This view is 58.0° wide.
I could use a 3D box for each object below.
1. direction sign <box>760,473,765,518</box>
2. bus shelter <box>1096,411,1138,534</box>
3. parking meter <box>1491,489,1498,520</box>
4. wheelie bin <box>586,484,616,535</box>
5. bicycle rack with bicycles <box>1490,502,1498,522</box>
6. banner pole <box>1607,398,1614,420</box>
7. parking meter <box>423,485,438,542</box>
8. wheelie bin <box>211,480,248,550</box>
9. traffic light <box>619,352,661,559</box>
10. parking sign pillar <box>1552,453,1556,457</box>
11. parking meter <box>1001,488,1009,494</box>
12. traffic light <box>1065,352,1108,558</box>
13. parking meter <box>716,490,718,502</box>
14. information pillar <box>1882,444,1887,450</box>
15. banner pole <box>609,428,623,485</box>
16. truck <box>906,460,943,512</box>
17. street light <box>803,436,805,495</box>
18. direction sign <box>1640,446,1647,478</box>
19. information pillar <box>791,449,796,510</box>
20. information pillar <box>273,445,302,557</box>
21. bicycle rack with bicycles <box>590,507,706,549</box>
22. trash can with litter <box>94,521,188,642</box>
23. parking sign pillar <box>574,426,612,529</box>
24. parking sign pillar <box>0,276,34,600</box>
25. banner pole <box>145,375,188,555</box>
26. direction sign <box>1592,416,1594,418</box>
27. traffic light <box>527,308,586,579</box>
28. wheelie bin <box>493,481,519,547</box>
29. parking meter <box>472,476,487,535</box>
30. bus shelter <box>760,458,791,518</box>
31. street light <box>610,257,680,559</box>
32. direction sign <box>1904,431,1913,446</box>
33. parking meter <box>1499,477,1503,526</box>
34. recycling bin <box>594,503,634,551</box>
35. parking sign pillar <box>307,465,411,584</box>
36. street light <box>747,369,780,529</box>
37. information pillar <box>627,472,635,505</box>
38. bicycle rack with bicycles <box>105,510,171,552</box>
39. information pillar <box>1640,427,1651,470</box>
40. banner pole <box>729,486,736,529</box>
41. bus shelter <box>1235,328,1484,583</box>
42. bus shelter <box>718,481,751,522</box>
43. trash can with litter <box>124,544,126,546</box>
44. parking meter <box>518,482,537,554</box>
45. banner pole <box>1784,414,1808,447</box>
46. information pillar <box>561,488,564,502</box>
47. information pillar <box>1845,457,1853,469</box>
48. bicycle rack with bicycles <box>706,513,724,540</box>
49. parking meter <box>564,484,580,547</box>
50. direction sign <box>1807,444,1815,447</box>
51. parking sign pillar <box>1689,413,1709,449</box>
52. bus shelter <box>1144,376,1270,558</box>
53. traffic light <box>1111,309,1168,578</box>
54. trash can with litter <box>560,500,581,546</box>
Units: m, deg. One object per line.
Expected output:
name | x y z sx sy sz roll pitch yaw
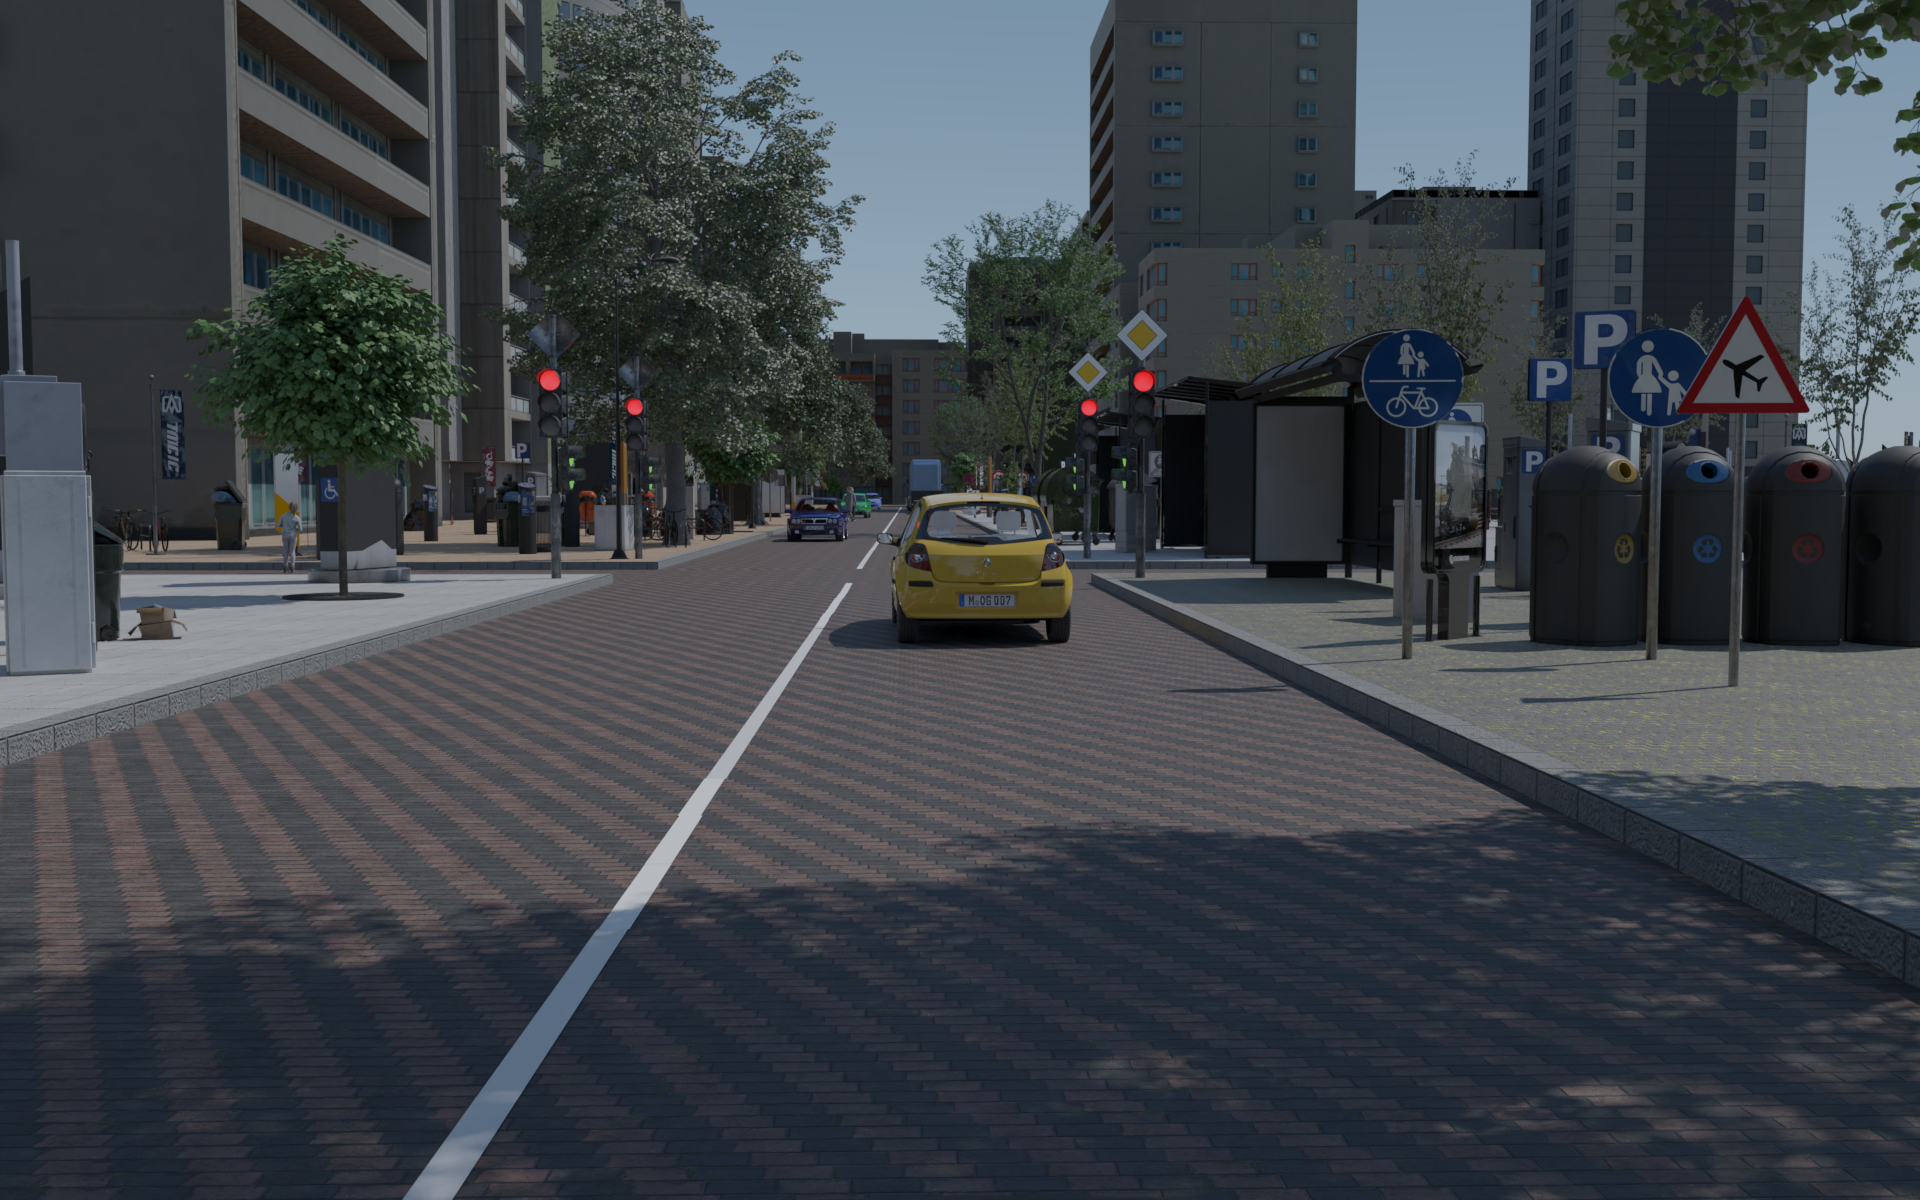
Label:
direction sign | -10.468 -6.077 91.356 0.379 3.537 0.876 -2 4 -26
bus shelter | 4.912 -3.723 52.146 1.731 3.624 6.357 0 4 -2
parking meter | 26.545 -4.744 85.967 0.372 1.533 0.369 0 3 0
wheelie bin | -11.238 -2.816 53.951 0.980 1.594 0.693 3 5 42
bicycle rack with bicycles | 25.225 -4.091 80.274 2.925 0.926 2.852 0 4 4
banner pole | 16.685 -3.334 44.529 0.401 3.779 0.863 2 4 31
parking meter | -14.336 -2.354 46.902 0.372 1.533 0.369 0 3 0
wheelie bin | -16.740 -1.944 39.692 0.693 1.594 0.980 -1 4 -13
traffic light | -6.341 -2.767 34.165 0.839 4.253 0.868 0 4 -2
parking sign pillar | 36.250 -7.181 105.881 1.447 3.967 1.447 0 4 8
parking meter | 1.988 -4.152 76.298 0.372 1.533 0.369 0 3 0
traffic light | 2.516 -2.784 34.434 0.839 4.253 0.868 0 4 -2
parking meter | -13.573 -5.461 97.705 0.372 1.533 0.369 0 3 0
information pillar | 43.124 -5.463 80.670 0.183 3.616 0.504 -2 4 -34
banner pole | -11.468 -4.166 58.128 0.401 3.779 0.863 3 4 37
truck | -2.400 -8.559 129.701 2.967 4.110 18.799 0 4 -3
street light | -7.913 -7.407 93.647 1.470 5.913 1.316 0 4 -2
direction sign | 32.502 -5.484 81.657 0.876 3.537 0.379 2 4 35
information pillar | -7.916 -5.569 82.399 0.183 3.616 0.504 -1 4 -21
information pillar | -13.817 -2.702 35.528 0.504 3.616 0.183 -3 5 -44
bicycle rack with bicycles | -7.659 -1.743 41.886 2.852 0.926 2.925 0 4 -8
trash can with litter | -7.407 -0.238 15.283 1.055 1.170 0.624 -1 4 -23
parking sign pillar | -13.649 -4.646 64.434 1.447 3.967 1.447 -2 4 -25
parking sign pillar | -12.122 -2.010 21.329 1.447 3.967 1.447 -2 4 -30
banner pole | -16.742 -2.842 36.491 0.863 3.779 0.401 -2 4 -31
direction sign | 18.399 -3.576 50.457 0.379 3.537 0.876 1 4 22
traffic light | -6.112 -2.279 26.184 0.839 4.253 0.868 0 4 -2
wheelie bin | -10.924 -2.096 42.170 0.980 1.594 0.693 3 5 42
parking meter | -15.217 -3.006 54.862 0.399 1.863 0.255 -3 5 -41
bus shelter | -10.372 -6.307 97.045 2.014 3.302 5.546 0 4 -1
street light | -6.192 -3.763 34.061 1.470 5.913 1.316 0 4 -2
direction sign | 34.378 -4.333 62.849 0.876 3.537 0.379 -3 5 -44
parking meter | 15.871 -2.722 50.218 0.399 1.863 0.255 0 4 -4
recycling bin | -7.852 -1.638 39.336 0.722 1.027 0.722 0 4 7
parking sign pillar | -8.853 -2.260 25.417 1.447 3.967 1.447 1 4 15
street light | -7.164 -5.600 64.097 1.470 5.913 1.316 0 4 -2
information pillar | -10.746 -3.216 57.073 0.304 2.012 0.304 -2 4 -34
bicycle rack with bicycles | -19.197 -1.568 39.025 2.852 0.926 2.925 -2 4 -30
information pillar | 14.246 -2.713 35.720 0.183 3.616 0.504 1 4 9
banner pole | -8.558 -4.554 64.471 0.401 3.779 0.863 0 4 -8
bus shelter | 5.312 -1.838 23.977 2.014 3.302 5.546 0 4 -2
bus shelter | -10.252 -5.530 81.698 1.731 3.624 6.357 0 4 -2
trash can with litter | -21.646 -1.942 42.806 2.233 1.210 1.678 2 4 23
parking meter | -9.241 -1.748 36.996 0.372 1.533 0.369 0 3 0
banner pole | 26.044 -3.923 54.163 0.863 3.779 0.401 1 4 10
information pillar | -16.765 -4.232 73.691 0.304 2.012 0.304 1 4 14
information pillar | 54.098 -6.977 105.433 0.504 3.616 0.183 3 4 37
bicycle rack with bicycles | -8.227 -2.067 47.172 2.925 0.926 2.852 1 4 15
parking meter | -9.390 -2.048 41.892 0.372 1.533 0.369 0 3 0
direction sign | 38.498 -5.321 78.992 0.876 3.537 0.379 0 4 -3
parking sign pillar | 21.833 -3.835 51.180 1.447 3.967 1.447 2 4 26
bus shelter | 5.303 -2.831 37.567 1.731 3.624 6.357 0 4 -2
traffic light | 2.745 -2.296 26.453 0.839 4.253 0.868 0 4 -2
trash can with litter | -9.789 -1.934 43.000 0.624 1.170 1.055 -2 4 -27
